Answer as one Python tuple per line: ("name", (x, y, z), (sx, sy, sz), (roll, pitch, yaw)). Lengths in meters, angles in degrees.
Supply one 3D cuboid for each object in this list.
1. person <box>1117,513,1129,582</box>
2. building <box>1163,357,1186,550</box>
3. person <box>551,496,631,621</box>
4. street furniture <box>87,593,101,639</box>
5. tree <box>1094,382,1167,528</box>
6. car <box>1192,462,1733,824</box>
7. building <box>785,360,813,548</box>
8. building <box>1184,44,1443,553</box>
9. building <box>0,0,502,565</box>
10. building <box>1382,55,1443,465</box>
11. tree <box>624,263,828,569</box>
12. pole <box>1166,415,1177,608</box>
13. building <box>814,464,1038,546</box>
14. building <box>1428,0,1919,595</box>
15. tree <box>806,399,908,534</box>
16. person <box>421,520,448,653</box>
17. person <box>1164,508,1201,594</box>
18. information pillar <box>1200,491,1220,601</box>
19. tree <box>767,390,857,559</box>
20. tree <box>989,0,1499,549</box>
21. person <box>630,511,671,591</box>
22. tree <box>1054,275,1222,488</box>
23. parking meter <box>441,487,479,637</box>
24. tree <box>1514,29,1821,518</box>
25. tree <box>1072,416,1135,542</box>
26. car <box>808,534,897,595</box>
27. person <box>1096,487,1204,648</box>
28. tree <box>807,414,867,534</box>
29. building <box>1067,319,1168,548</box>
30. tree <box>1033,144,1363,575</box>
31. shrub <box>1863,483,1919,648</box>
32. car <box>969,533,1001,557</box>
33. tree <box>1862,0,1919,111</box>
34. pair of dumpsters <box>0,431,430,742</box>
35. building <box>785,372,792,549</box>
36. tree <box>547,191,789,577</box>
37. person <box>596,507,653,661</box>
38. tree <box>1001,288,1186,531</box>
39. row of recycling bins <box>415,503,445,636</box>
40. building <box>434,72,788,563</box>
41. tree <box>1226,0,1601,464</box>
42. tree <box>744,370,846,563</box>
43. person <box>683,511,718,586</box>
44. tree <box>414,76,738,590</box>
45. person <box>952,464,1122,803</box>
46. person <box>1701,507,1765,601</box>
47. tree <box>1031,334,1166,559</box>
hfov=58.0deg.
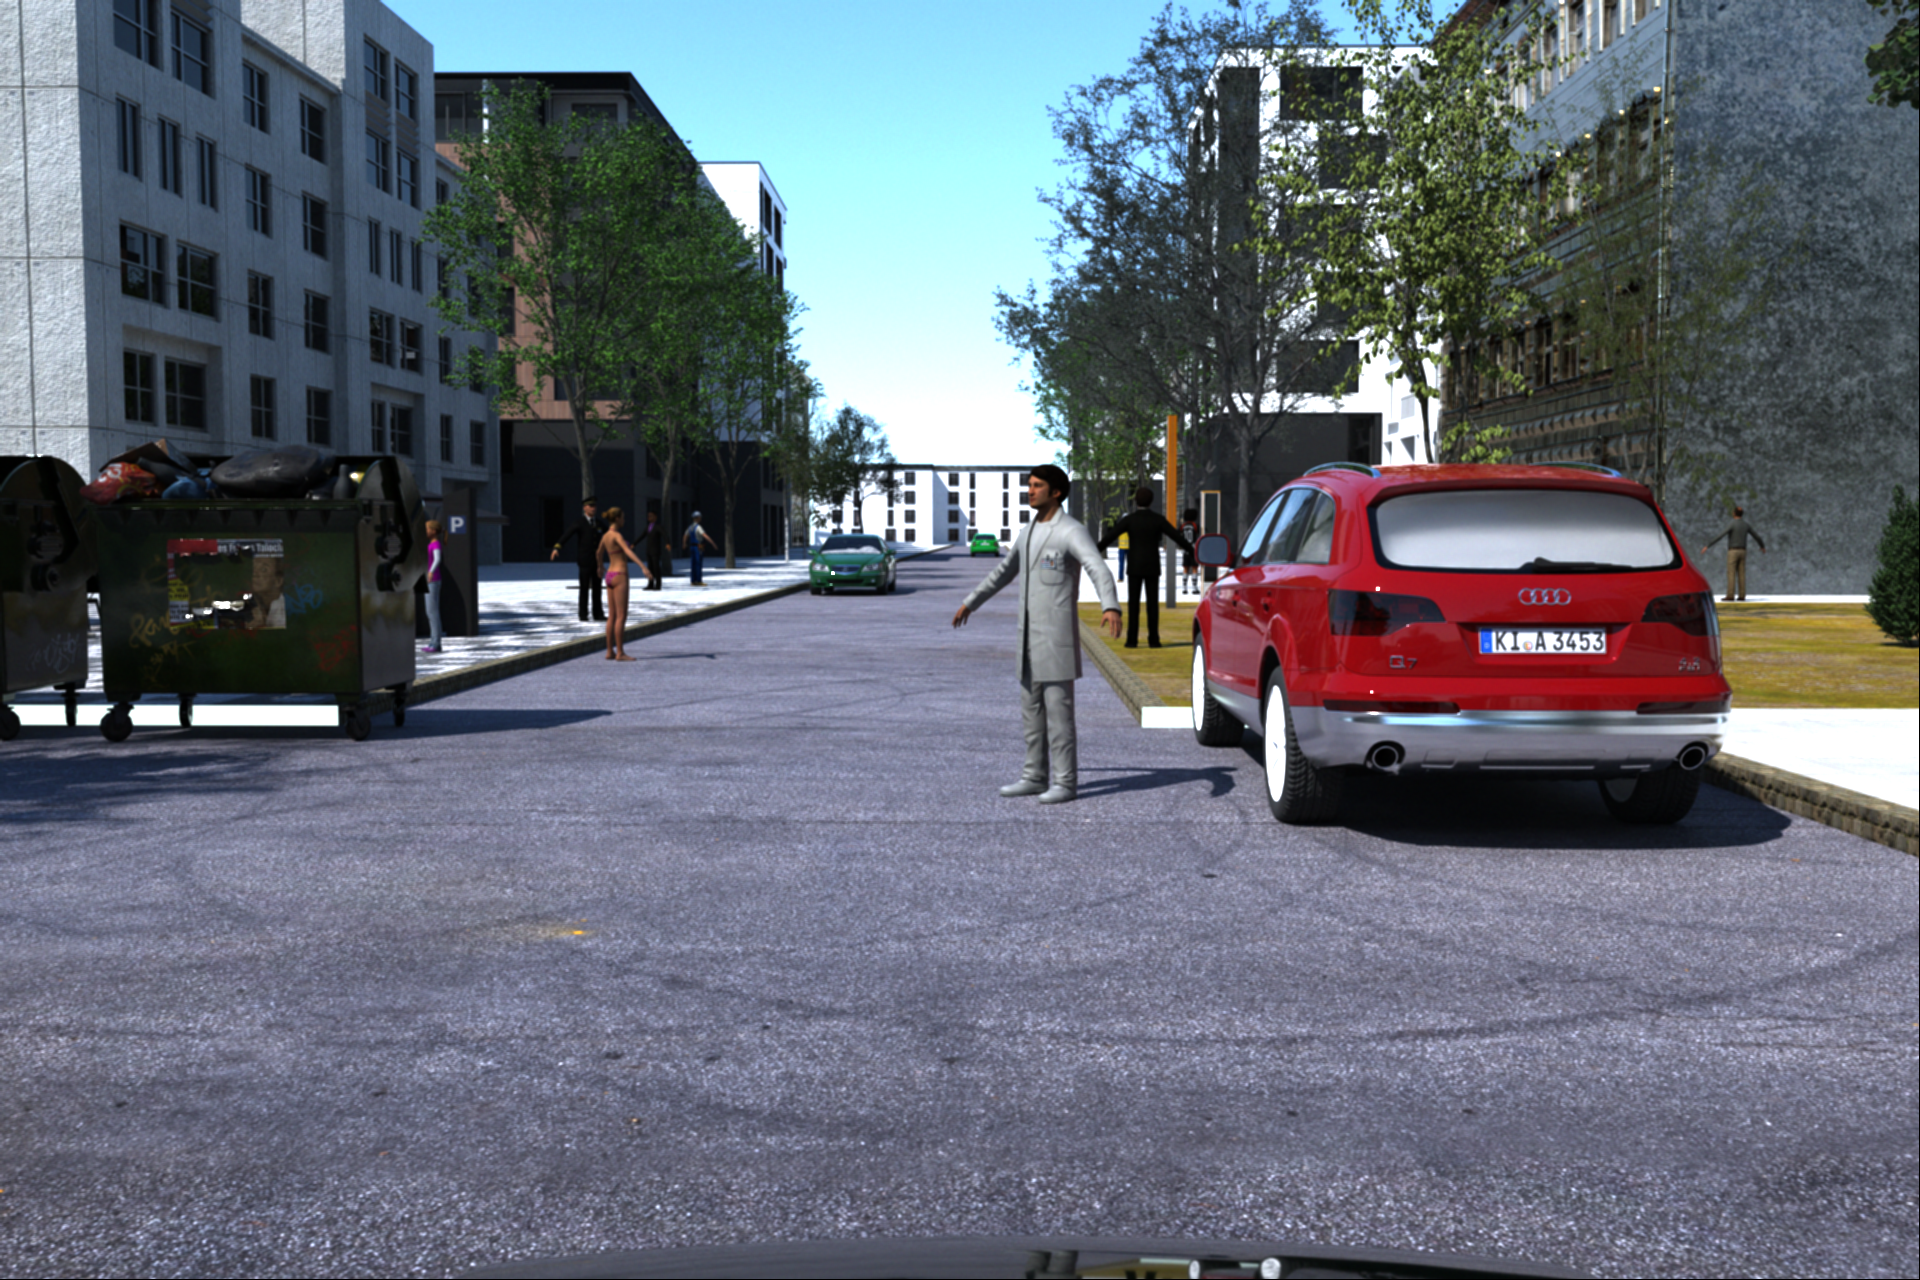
("person", (4.413, -2.457, 46.144), (1.349, 1.833, 0.705), (0, 4, -4))
("building", (26.778, -18.989, 141.405), (19.493, 23.208, 18.063), (0, 4, 2))
("person", (-5.443, -1.201, 25.578), (1.347, 1.837, 0.705), (-3, 4, -39))
("street furniture", (-24.647, -1.079, 22.667), (27.439, 1.986, 14.083), (1, 4, 19))
("tree", (7.807, -7.818, 78.183), (4.737, 8.622, 4.395), (0, 3, 0))
("car", (2.592, -0.089, 10.121), (2.281, 1.827, 5.304), (0, 4, 1))
("building", (-24.347, -20.219, 161.510), (19.493, 23.208, 18.063), (0, 4, 2))
("building", (25.294, -14.976, 88.838), (27.936, 21.610, 32.646), (0, 4, 1))
("building", (-27.647, -11.529, 54.955), (16.747, 18.905, 31.486), (0, 4, 2))
("building", (22.527, -13.061, 69.971), (16.016, 20.090, 11.380), (0, 4, 1))
("tree", (-8.482, -8.414, 63.321), (9.928, 11.665, 9.643), (0, 3, 0))
("pole", (3.644, -2.202, 29.851), (0.158, 3.312, 0.155), (0, 3, 0))
("building", (-3.512, -16.126, 208.271), (28.070, 9.664, 9.099), (0, 4, -4))
("building", (24.016, -13.060, 44.457), (19.493, 23.208, 18.063), (0, 4, 1))
("tree", (-7.034, -11.343, 119.875), (7.601, 10.594, 8.767), (1, 4, 15))
("person", (-5.786, -0.583, 18.802), (0.599, 1.433, 0.991), (-1, 4, -22))
("person", (4.940, -1.886, 36.977), (1.345, 1.843, 0.704), (2, 4, 31))
("information pillar", (4.293, -1.544, 29.742), (0.304, 2.012, 0.304), (0, 4, 2))
("tree", (-7.705, -8.434, 88.258), (4.737, 8.622, 4.395), (0, 3, 0))
("tree", (6.187, -7.764, 37.310), (12.009, 13.543, 11.850), (0, 3, 0))
("person", (-6.990, -2.027, 39.370), (1.346, 1.802, 0.704), (3, 4, 39))
("tree", (7.273, -8.759, 68.957), (9.928, 11.665, 9.643), (0, 3, 0))
("parking meter", (-6.265, -0.977, 21.685), (0.399, 1.863, 0.255), (0, 4, 1))
("tree", (10.242, -4.633, 26.112), (4.360, 8.622, 3.978), (0, 3, 0))
("tree", (7.701, -8.879, 95.530), (4.360, 8.622, 3.978), (0, 3, 0))
("car", (-2.569, -1.857, 42.158), (2.131, 1.459, 4.920), (0, 4, 2))
("person", (2.070, -0.816, 19.530), (1.347, 1.806, 0.705), (0, 4, 5))
("tree", (-7.542, -9.549, 106.496), (4.737, 8.622, 4.395), (0, 3, 0))
("building", (24.957, -20.465, 178.576), (27.936, 21.610, 32.646), (0, 4, 2))
("tree", (7.353, -8.780, 53.917), (12.009, 13.543, 11.850), (0, 3, 0))
("shrub", (11.066, -0.925, 19.539), (1.690, 2.028, 1.600), (0, 3, 0))
("car", (1.557, -6.063, 107.930), (1.959, 1.807, 4.718), (0, 4, 1))
("tree", (8.607, -6.279, 9.318), (9.857, 13.997, 8.962), (0, 3, 0))
("pair of dumpsters", (-6.201, -0.454, 12.373), (4.436, 2.255, 1.574), (0, 4, 1))
("building", (-23.226, -16.452, 135.453), (16.747, 18.905, 31.486), (0, 4, 0))
("tree", (-8.731, -7.723, 52.024), (9.928, 11.665, 9.643), (0, 3, 0))
("person", (-3.830, -0.638, 19.693), (0.721, 1.733, 1.217), (-3, 4, -38))
("tree", (9.189, -15.932, 116.378), (12.611, 20.169, 13.585), (0, 3, 0))
("row of recycling bins", (-7.145, -0.938, 22.454), (1.069, 1.692, 3.534), (0, 4, 1))
("building", (-24.946, -15.250, 93.310), (27.936, 21.610, 32.646), (0, 4, 0))
("tree", (5.483, -4.271, 20.190), (4.737, 8.622, 4.395), (0, 3, 0))
("tree", (-7.926, -7.747, 77.023), (4.360, 8.622, 3.978), (0, 3, 0))
("person", (-6.480, -2.259, 42.789), (1.347, 1.847, 0.705), (3, 5, 45))
("tree", (-8.814, -7.010, 40.371), (9.928, 11.665, 9.643), (0, 3, 0))
("person", (0.450, -0.045, 9.373), (0.705, 1.806, 1.347), (-3, 4, -38))
("person", (14.820, -1.640, 33.082), (1.348, 1.796, 0.705), (-1, 4, -11))
("tree", (7.163, -9.910, 87.781), (9.928, 11.665, 9.643), (0, 3, 0))
